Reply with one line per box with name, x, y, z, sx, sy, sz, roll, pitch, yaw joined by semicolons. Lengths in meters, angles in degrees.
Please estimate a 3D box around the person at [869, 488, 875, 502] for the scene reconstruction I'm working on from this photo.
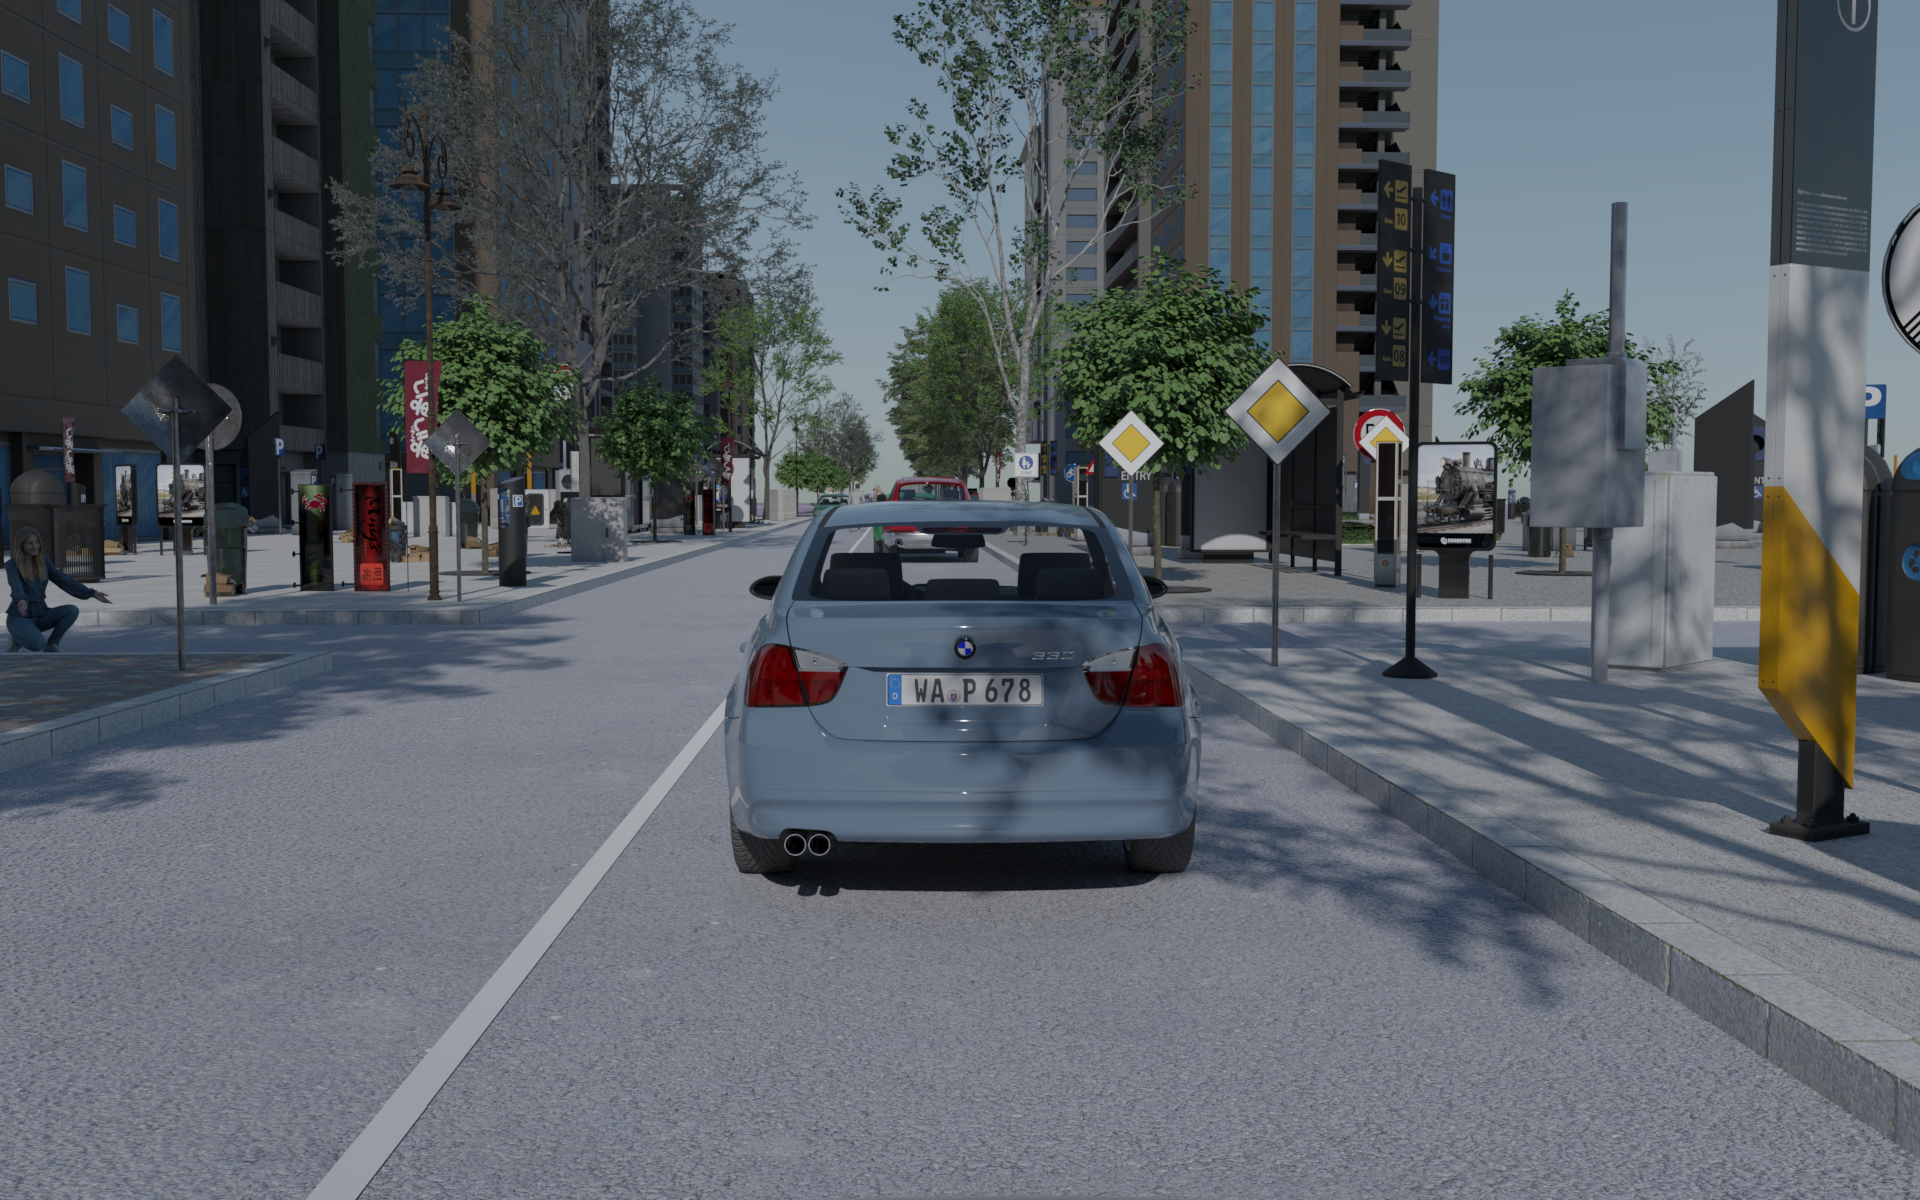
person;-5.899;-6.805;119.623;0.709;1.838;0.599;1;4;13

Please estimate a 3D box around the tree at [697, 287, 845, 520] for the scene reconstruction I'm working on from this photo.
tree;-9.518;-9.779;85.644;9.928;11.665;9.643;0;3;0

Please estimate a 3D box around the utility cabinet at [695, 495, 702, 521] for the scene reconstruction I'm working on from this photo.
utility cabinet;-13.150;-4.696;87.935;0.306;1.237;1.020;1;4;17

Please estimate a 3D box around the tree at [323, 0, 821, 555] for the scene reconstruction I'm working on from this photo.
tree;-8.024;-7.727;36.710;12.009;13.543;11.850;0;3;0

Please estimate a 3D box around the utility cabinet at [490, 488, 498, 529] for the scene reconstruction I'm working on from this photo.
utility cabinet;-16.722;-3.334;63.197;0.318;1.500;1.173;-3;5;-44

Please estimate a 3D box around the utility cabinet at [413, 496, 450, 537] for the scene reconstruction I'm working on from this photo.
utility cabinet;-15.839;-2.492;51.904;1.020;1.237;0.306;0;4;6

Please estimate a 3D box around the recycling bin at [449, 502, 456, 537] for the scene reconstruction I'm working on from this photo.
recycling bin;-15.353;-2.456;52.707;0.722;1.027;0.722;2;4;30

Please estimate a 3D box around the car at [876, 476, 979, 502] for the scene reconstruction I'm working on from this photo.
car;-0.684;-1.778;37.742;2.281;1.827;5.304;0;4;-3

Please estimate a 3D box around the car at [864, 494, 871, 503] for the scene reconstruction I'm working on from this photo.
car;-9.788;-10.920;190.538;2.014;1.417;4.499;0;4;-2

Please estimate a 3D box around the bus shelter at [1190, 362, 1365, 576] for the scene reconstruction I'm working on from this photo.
bus shelter;5.123;-2.172;29.436;2.014;3.302;5.546;0;4;-2

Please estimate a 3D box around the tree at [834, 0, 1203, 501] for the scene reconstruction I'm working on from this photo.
tree;2.111;-12.357;57.924;12.611;20.169;13.585;0;3;0

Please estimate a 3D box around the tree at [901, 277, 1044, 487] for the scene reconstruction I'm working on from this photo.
tree;0.656;-10.574;91.008;7.486;12.596;7.792;0;3;0

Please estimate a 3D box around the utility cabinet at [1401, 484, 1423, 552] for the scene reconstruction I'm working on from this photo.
utility cabinet;9.756;-1.804;38.180;1.173;1.500;0.318;-1;4;-16

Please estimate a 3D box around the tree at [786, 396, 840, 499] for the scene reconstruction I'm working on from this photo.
tree;-10.721;-10.885;128.330;4.360;8.622;3.978;0;3;0

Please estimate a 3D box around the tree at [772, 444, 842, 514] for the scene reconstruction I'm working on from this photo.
tree;-10.674;-7.976;114.126;4.285;4.588;4.351;0;3;0

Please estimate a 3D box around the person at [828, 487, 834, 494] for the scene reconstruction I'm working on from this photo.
person;-6.634;-4.933;89.378;0.641;1.798;0.478;-1;4;-20

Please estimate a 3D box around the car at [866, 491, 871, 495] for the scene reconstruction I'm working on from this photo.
car;-11.340;-12.883;219.438;1.959;1.807;4.718;0;4;-3

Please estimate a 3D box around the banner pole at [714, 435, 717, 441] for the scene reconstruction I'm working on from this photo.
banner pole;-10.206;-5.128;73.859;0.863;3.779;0.401;1;4;17

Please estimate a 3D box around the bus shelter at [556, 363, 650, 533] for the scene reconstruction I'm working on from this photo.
bus shelter;-11.483;-4.786;55.886;2.179;5.291;8.768;0;4;-2

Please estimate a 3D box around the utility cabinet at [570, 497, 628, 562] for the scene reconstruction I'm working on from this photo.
utility cabinet;-6.831;-1.322;32.777;1.020;1.237;0.306;0;4;6

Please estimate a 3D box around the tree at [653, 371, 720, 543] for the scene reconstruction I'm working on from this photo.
tree;-8.093;-3.814;46.077;4.285;4.588;4.351;0;3;0

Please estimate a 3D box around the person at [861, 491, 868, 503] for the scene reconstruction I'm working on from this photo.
person;-8.798;-9.084;157.738;0.721;1.743;1.217;3;4;37

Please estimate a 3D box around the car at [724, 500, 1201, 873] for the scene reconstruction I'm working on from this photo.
car;-0.002;0.254;7.843;2.014;1.417;4.499;0;4;0

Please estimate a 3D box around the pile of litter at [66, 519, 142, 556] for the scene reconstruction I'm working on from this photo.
pile of litter;-18.034;-1.360;36.197;1.719;0.858;1.176;-1;4;-17

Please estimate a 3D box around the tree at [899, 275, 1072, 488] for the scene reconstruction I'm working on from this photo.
tree;1.187;-9.498;81.052;9.928;11.665;9.643;0;3;0

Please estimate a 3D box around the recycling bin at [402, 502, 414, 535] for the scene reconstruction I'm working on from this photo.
recycling bin;-17.649;-2.609;55.214;0.722;1.027;0.722;0;4;3

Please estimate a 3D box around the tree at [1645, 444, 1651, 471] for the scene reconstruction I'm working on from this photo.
tree;21.840;-3.740;55.747;1.663;3.219;1.824;0;3;0

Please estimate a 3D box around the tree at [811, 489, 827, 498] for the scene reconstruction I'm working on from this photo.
tree;-11.411;-8.993;141.633;1.663;3.219;1.824;0;3;0

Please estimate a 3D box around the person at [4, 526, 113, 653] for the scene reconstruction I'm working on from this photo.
person;-8.063;-0.083;15.364;0.738;1.151;1.012;2;4;31

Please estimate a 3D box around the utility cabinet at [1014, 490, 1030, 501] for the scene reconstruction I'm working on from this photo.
utility cabinet;3.349;-5.210;93.861;0.318;1.500;1.173;2;4;31

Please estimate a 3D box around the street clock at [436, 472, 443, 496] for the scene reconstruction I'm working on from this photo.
street clock;-16.797;-3.121;55.591;0.471;2.002;0.358;3;4;36

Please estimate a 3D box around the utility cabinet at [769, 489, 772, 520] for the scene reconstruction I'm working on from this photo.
utility cabinet;-10.149;-5.213;93.918;0.318;1.500;1.173;0;4;5

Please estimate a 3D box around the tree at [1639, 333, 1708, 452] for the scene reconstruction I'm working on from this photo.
tree;31.959;-7.848;78.675;4.360;8.622;3.978;0;3;0

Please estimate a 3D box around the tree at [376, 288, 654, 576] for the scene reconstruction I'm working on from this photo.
tree;-7.712;-2.689;27.686;4.285;4.588;4.351;0;3;0

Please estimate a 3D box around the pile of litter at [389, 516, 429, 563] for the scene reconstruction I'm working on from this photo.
pile of litter;-10.524;-1.172;33.129;1.176;0.858;1.719;1;4;14

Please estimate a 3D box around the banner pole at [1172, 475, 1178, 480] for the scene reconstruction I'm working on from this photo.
banner pole;10.424;-5.721;83.557;0.401;3.779;0.863;-3;5;-41

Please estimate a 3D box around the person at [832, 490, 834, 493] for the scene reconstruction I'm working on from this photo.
person;-7.507;-5.680;102.298;0.756;1.711;0.436;3;4;37

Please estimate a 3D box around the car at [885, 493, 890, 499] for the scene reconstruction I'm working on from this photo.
car;-1.294;-2.125;43.545;1.959;1.807;4.718;0;4;-3

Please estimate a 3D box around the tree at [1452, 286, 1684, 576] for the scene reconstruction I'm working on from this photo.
tree;9.608;-2.688;27.660;4.285;4.588;4.351;0;3;0

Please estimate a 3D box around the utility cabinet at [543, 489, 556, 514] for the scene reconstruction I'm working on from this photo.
utility cabinet;-19.097;-4.370;80.127;0.318;1.500;1.173;-3;4;-39

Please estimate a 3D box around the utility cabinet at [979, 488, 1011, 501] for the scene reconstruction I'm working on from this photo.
utility cabinet;1.214;-3.200;60.993;1.173;1.500;0.318;-2;4;-32

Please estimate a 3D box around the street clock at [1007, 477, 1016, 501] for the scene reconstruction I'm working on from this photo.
street clock;2.297;-4.327;75.311;0.471;2.002;0.358;2;4;29

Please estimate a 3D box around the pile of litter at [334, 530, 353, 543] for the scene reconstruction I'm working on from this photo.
pile of litter;-16.061;-1.975;46.249;1.176;0.858;1.719;2;4;30

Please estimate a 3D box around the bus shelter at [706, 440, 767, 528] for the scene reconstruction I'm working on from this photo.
bus shelter;-8.673;-4.482;67.209;2.014;3.302;5.546;0;4;-2

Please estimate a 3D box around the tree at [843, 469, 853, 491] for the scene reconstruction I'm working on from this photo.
tree;-10.100;-8.435;121.618;4.285;4.588;4.351;0;3;0

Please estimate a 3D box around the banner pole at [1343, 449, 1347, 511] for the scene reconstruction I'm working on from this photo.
banner pole;21.162;-6.453;95.527;0.401;3.779;0.863;3;5;43

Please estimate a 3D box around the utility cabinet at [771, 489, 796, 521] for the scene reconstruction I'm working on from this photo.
utility cabinet;-8.818;-4.817;87.439;1.173;1.500;0.318;-3;5;-42

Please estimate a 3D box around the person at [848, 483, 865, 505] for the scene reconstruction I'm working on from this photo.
person;-3.905;-3.476;65.185;0.661;1.843;0.795;1;4;13

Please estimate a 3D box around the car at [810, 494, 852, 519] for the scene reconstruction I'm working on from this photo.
car;-5.442;-3.886;75.337;2.131;1.459;4.920;0;4;-3

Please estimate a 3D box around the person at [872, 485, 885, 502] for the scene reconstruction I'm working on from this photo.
person;-3.143;-3.588;67.351;0.537;1.800;0.526;0;4;1

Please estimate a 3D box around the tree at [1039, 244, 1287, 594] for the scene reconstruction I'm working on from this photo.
tree;2.697;-2.398;22.925;4.285;4.588;4.351;0;3;0
